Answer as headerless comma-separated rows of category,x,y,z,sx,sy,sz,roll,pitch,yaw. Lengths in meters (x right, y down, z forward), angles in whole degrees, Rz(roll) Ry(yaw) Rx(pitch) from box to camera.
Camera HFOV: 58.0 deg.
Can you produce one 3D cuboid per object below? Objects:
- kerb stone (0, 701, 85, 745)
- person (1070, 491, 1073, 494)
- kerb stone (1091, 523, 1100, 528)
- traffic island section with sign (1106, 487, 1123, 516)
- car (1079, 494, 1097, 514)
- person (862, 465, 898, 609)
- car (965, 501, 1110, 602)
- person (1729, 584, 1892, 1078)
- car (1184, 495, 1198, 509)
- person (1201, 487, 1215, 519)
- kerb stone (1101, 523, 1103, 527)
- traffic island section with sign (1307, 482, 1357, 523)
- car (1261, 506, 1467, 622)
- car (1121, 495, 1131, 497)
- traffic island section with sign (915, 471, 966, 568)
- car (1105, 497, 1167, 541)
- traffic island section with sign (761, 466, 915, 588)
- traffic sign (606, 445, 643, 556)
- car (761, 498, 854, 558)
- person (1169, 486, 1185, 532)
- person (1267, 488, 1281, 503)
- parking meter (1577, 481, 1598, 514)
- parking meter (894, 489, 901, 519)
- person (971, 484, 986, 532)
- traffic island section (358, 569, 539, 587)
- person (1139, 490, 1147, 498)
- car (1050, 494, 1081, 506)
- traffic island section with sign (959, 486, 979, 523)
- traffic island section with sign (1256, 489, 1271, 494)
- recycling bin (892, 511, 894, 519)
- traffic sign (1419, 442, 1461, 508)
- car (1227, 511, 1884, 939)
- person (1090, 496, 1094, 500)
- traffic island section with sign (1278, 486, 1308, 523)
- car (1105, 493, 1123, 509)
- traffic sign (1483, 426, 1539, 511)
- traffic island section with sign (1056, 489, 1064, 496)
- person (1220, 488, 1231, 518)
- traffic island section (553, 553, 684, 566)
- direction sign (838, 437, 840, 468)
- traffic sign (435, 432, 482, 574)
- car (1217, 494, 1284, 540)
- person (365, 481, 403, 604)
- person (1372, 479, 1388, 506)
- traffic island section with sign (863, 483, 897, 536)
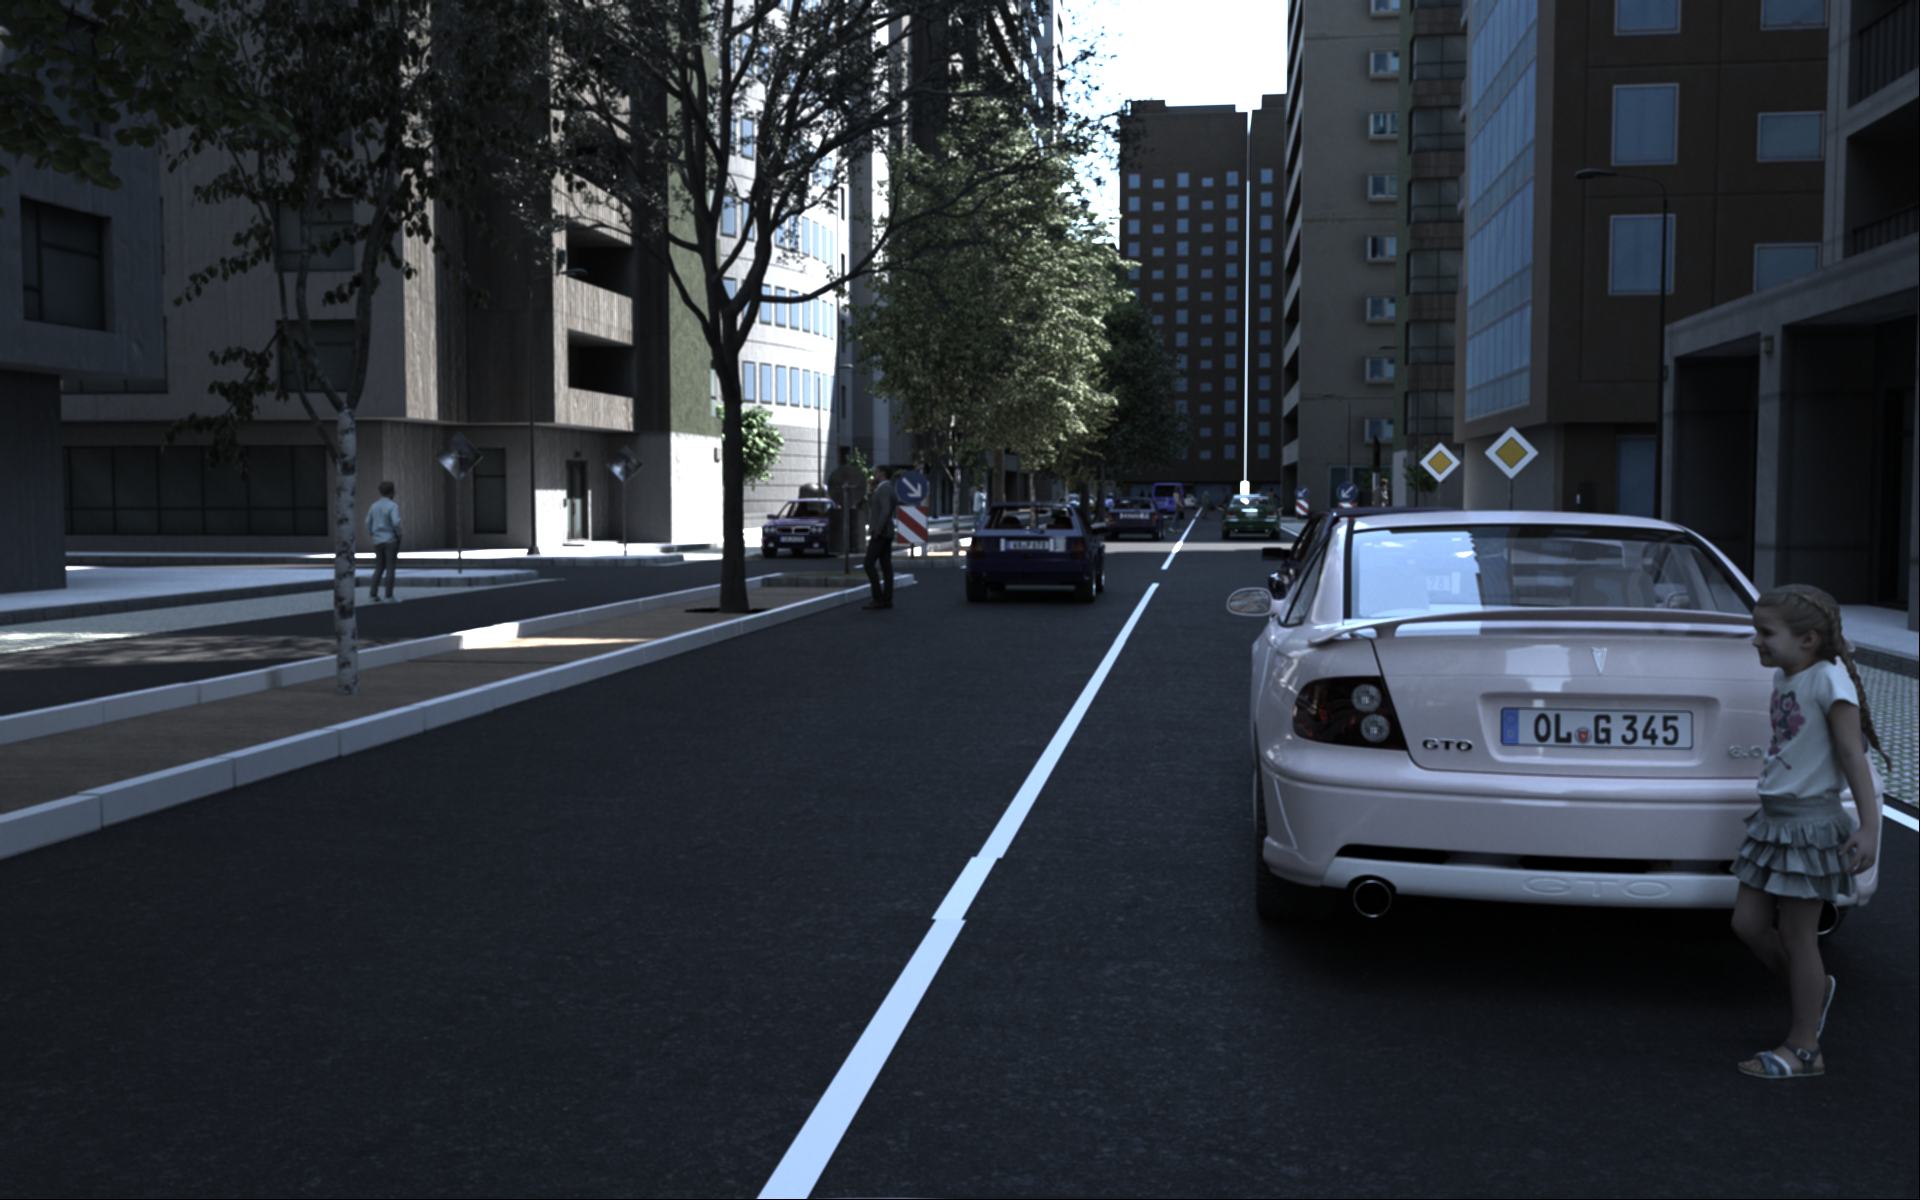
kerb stone,-5.442,0.732,10.252,0.120,0.150,1.000,1,4,8
person,7.407,-6.472,115.038,1.217,1.743,0.721,1,4,10
kerb stone,5.638,-3.069,72.381,0.120,0.150,1.000,1,4,8
traffic island section with sign,9.877,-6.169,108.998,2.006,1.907,1.989,1,4,8
car,9.305,-7.199,127.932,2.015,1.641,3.980,1,4,10
person,-1.014,-0.798,21.726,0.473,1.802,0.592,1,4,21
car,1.113,-0.720,24.346,1.945,1.354,3.894,0,4,7
person,2.125,0.568,4.232,0.382,1.210,0.505,0,4,-4
car,21.297,-9.213,162.992,2.083,1.381,4.827,1,4,10
person,13.993,-5.470,98.063,0.853,1.813,0.709,2,4,32
kerb stone,5.931,-3.194,74.418,0.120,0.150,1.000,1,4,8
traffic island section with sign,12.867,-3.040,58.324,1.989,1.847,2.006,1,4,8
car,3.575,-0.132,14.733,1.945,1.354,3.894,0,4,7
car,16.627,-9.933,174.981,1.945,1.354,3.894,0,4,7
traffic island section with sign,-0.845,-1.620,34.626,2.006,1.907,1.989,1,4,8
car,5.519,-2.566,54.530,1.945,1.354,3.894,1,4,9
traffic island section with sign,-1.913,-1.172,27.296,2.006,1.907,1.989,1,4,8
traffic sign,-6.925,-1.966,35.785,0.795,2.450,0.064,1,4,8
car,-3.413,-1.700,40.381,1.945,1.354,3.894,1,4,9
person,8.190,-3.457,65.610,0.643,1.750,0.593,-1,4,-8
person,20.076,-6.299,111.590,1.348,1.812,0.705,2,4,28
parking meter,12.130,-1.536,33.522,0.372,1.533,0.369,0,3,0
parking meter,-3.223,-4.930,89.023,0.372,1.533,0.369,0,3,0
person,0.698,-3.448,65.132,0.793,1.790,0.793,2,4,30
traffic island section,-8.090,-0.347,27.947,2.009,0.180,2.903,1,4,8
person,16.980,-9.319,160.873,0.705,1.822,1.348,-3,5,-39
car,6.545,-5.653,104.222,2.131,1.459,4.920,0,4,8
traffic island section with sign,0.764,-4.795,87.025,1.989,1.847,2.006,1,4,8
traffic island section with sign,23.858,-7.697,134.471,1.989,1.847,2.006,1,4,8
recycling bin,-3.665,-4.759,90.358,0.722,1.027,0.722,0,4,3
traffic sign,9.250,-1.822,33.439,0.795,2.450,0.064,1,4,8
car,2.134,0.324,7.066,2.083,1.381,4.827,1,4,9
person,8.825,-6.838,120.827,1.217,1.766,0.721,-1,4,-21
traffic island section with sign,16.906,-4.757,86.400,1.989,1.847,2.006,1,4,8
car,14.833,-9.631,167.056,1.945,1.707,3.694,1,4,9
traffic sign,8.109,-1.339,25.536,0.795,2.450,0.064,1,4,8
traffic island section with sign,7.953,-7.839,136.793,1.989,1.847,2.006,1,4,8
person,15.843,-5.794,103.582,0.721,1.781,0.623,0,4,-7
traffic island section,-6.949,-0.830,35.850,2.009,0.180,2.903,1,4,8
direction sign,-4.821,-4.714,69.066,0.379,3.537,0.876,0,4,-2
traffic sign,-8.065,-1.483,27.882,0.795,2.450,0.064,1,4,8
car,9.378,-2.697,55.900,2.131,1.459,4.920,1,4,9
person,-7.513,-0.758,22.704,0.589,1.601,0.330,2,4,33
person,11.576,-2.406,47.644,0.447,1.846,0.655,-1,4,-10
traffic island section with sign,-3.106,-3.152,60.156,1.989,1.847,2.006,1,4,8
